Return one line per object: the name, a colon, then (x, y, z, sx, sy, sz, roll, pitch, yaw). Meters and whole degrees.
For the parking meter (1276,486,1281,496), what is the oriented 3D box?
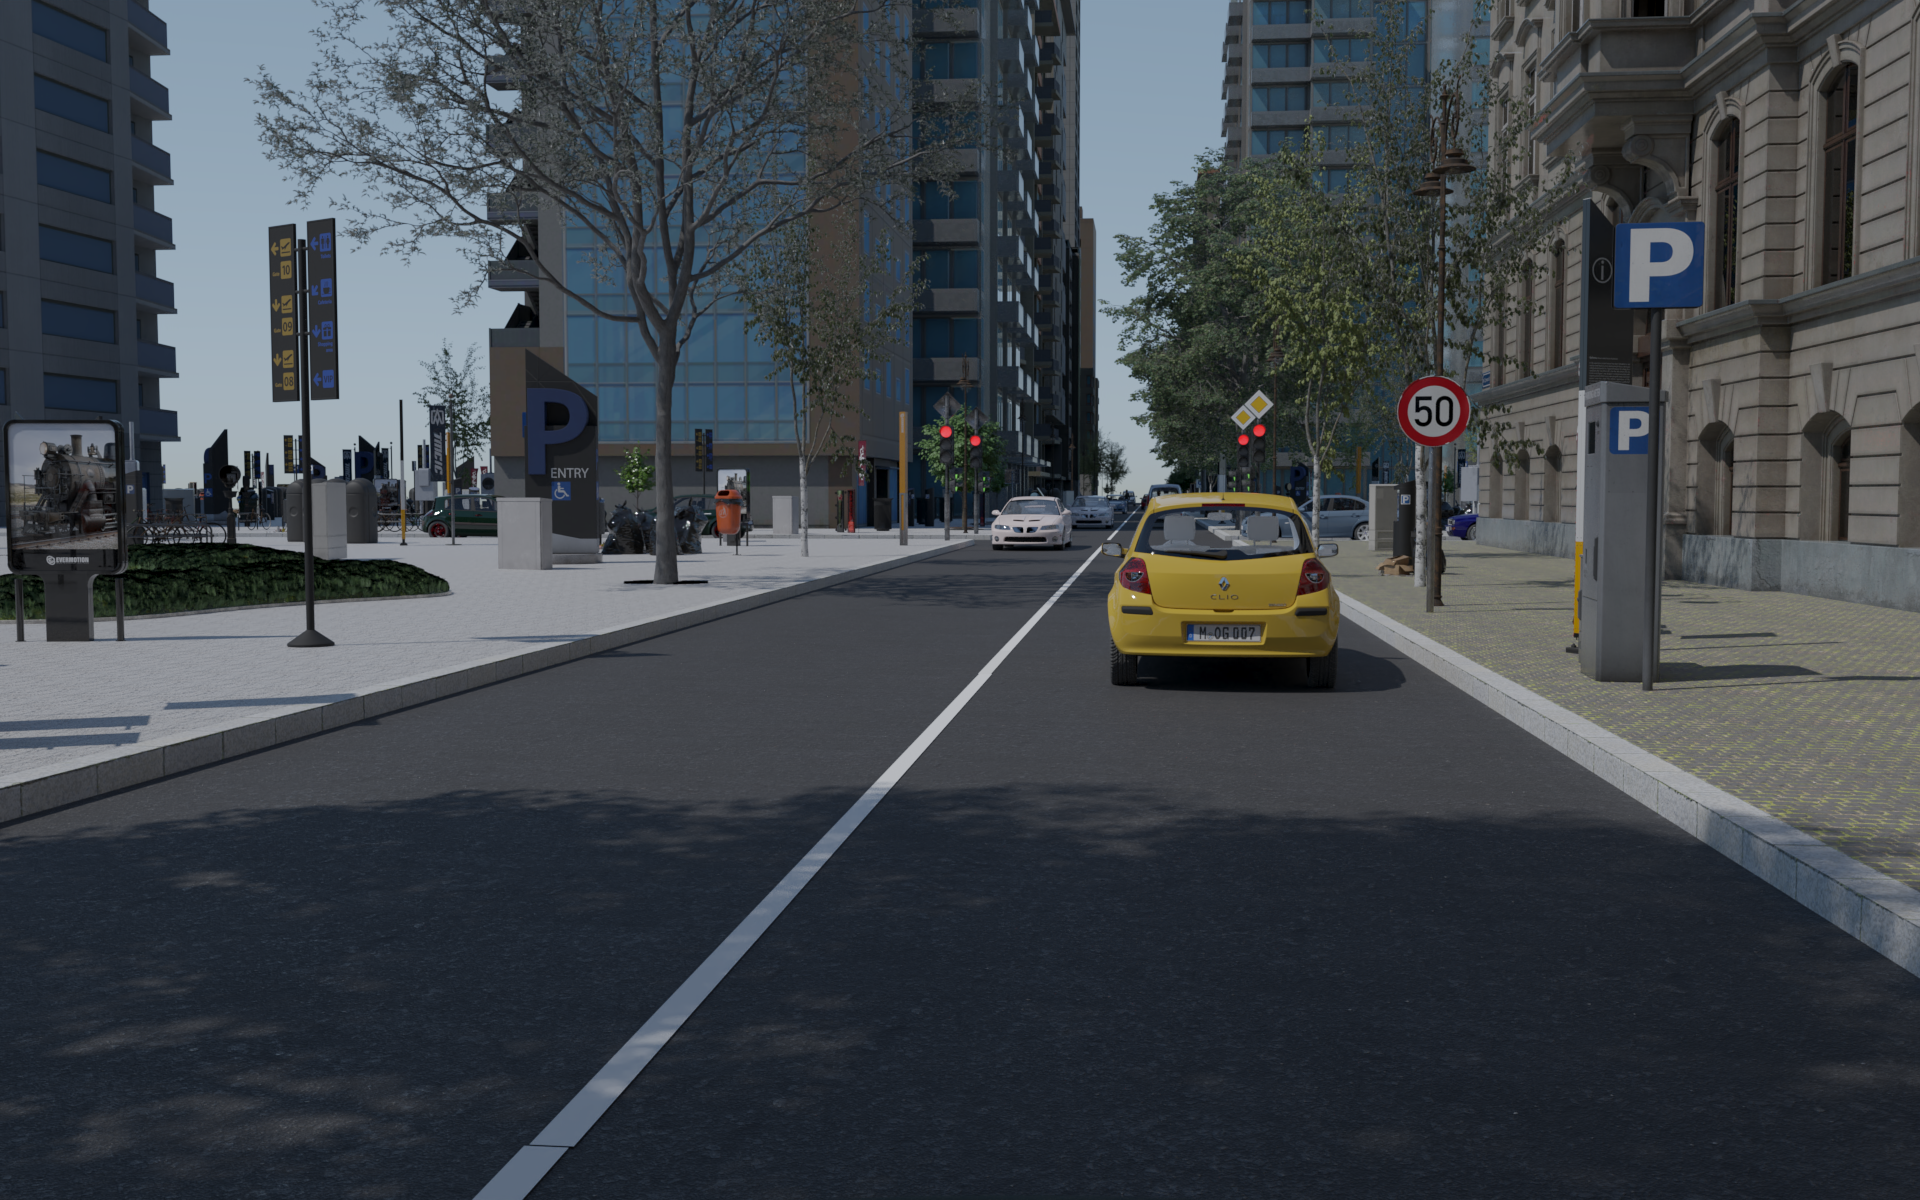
parking meter: (21.403, -6.781, 116.579, 0.399, 1.863, 0.255, -1, 4, -13)

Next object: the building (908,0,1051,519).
building: (-6.999, -29.473, 101.484, 23.786, 49.044, 30.456, 0, 4, 6)

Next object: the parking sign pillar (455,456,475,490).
parking sign pillar: (-34.605, -8.117, 121.184, 1.447, 3.967, 1.447, -1, 4, -8)

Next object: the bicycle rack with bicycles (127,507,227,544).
bicycle rack with bicycles: (-18.090, -1.573, 39.096, 2.925, 0.926, 2.852, -2, 4, -25)

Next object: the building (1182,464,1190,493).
building: (42.726, -31.091, 280.030, 14.160, 30.474, 14.107, 0, 4, 6)

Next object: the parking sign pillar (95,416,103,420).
parking sign pillar: (-30.183, -4.389, 60.231, 1.447, 3.967, 1.447, 1, 4, 22)

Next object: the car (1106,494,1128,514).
car: (11.196, -6.943, 125.526, 2.014, 1.417, 4.499, 0, 4, 8)

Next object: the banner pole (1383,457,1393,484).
banner pole: (28.509, -7.665, 115.336, 0.863, 3.779, 0.401, -1, 4, -10)

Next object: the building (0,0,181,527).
building: (-50.763, -32.507, 73.490, 28.212, 58.520, 21.231, 0, 4, 6)

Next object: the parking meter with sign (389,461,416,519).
parking meter with sign: (-29.443, -5.785, 90.849, 1.738, 3.016, 0.543, 0, 4, -2)

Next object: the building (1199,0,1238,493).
building: (37.465, -53.314, 184.359, 22.319, 86.520, 31.000, 0, 4, 6)

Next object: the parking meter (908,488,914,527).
parking meter: (-1.994, -3.681, 68.598, 0.372, 1.533, 0.369, 0, 3, 0)

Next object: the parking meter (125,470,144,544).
parking meter: (-20.371, -2.261, 42.673, 0.399, 1.863, 0.255, 0, 4, 8)

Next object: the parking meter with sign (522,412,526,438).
parking meter with sign: (-8.847, -2.437, 36.098, 0.543, 3.016, 1.738, -1, 4, -13)

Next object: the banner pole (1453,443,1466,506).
banner pole: (24.376, -5.790, 84.686, 0.401, 3.779, 0.863, -3, 4, -38)

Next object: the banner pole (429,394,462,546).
banner pole: (-12.833, -3.245, 43.079, 0.401, 3.779, 0.863, 3, 5, 40)

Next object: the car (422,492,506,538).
car: (-14.145, -2.607, 52.415, 4.222, 1.686, 2.009, 0, 4, 5)

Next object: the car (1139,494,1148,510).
car: (17.635, -9.225, 159.873, 2.155, 1.783, 4.494, 0, 4, 7)

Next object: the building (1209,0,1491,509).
building: (34.759, -32.742, 154.944, 23.786, 49.044, 30.456, 0, 4, 6)

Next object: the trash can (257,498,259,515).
trash can: (-42.080, -5.638, 103.829, 0.748, 1.137, 0.748, 0, 3, 0)

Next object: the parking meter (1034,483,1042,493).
parking meter: (4.162, -5.336, 92.951, 0.399, 1.863, 0.255, 2, 4, 28)

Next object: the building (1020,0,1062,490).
building: (-2.917, -30.083, 146.479, 22.147, 44.769, 28.867, 0, 4, 6)

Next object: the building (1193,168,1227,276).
building: (41.885, -35.056, 227.789, 22.147, 44.769, 28.867, 0, 4, 6)

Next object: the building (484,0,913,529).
building: (-9.743, -25.669, 69.796, 14.600, 45.320, 14.200, 0, 4, 6)

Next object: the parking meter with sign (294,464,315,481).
parking meter with sign: (-38.314, -6.407, 101.015, 1.738, 3.016, 0.543, 3, 4, 36)

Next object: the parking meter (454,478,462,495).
parking meter: (-17.992, -3.432, 61.830, 0.399, 1.863, 0.255, -3, 5, -42)

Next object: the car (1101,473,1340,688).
car: (2.148, -0.251, 14.320, 2.015, 1.641, 3.980, 0, 4, 8)

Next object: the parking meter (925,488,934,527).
parking meter: (-1.206, -3.672, 68.450, 0.372, 1.533, 0.369, 0, 3, 0)

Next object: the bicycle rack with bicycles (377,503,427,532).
bicycle rack with bicycles: (-19.324, -2.796, 59.091, 2.925, 0.926, 2.852, 0, 4, 5)

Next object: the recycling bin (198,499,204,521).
recycling bin: (-35.125, -4.189, 81.047, 0.722, 1.027, 0.722, 1, 4, 16)

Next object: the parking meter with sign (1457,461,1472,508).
parking meter with sign: (26.975, -5.885, 92.486, 0.543, 3.016, 1.738, 2, 4, 27)

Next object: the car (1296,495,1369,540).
car: (10.514, -2.369, 50.741, 4.499, 1.417, 2.014, 0, 4, 7)

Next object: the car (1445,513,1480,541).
car: (15.964, -2.267, 49.640, 3.894, 1.354, 1.945, 1, 4, 8)

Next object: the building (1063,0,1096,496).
building: (7.433, -48.199, 226.299, 20.563, 71.187, 20.611, 0, 4, 6)

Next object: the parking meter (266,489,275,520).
parking meter: (-33.836, -4.683, 84.975, 0.372, 1.533, 0.369, 0, 3, 0)

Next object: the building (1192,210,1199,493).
building: (40.413, -34.626, 249.735, 14.154, 41.232, 14.086, 0, 4, 6)

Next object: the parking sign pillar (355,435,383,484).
parking sign pillar: (-26.968, -5.540, 79.059, 1.447, 3.967, 1.447, 2, 4, 23)

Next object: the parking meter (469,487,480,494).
parking meter: (-17.062, -3.209, 60.877, 0.372, 1.533, 0.369, 0, 3, 0)

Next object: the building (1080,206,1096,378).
building: (14.278, -38.108, 273.181, 14.600, 45.320, 14.200, 0, 4, 6)

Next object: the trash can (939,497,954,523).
trash can: (-0.634, -4.072, 78.228, 0.748, 1.137, 0.748, 0, 3, 0)

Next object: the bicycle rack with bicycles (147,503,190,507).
bicycle rack with bicycles: (-27.280, -2.794, 59.059, 2.852, 0.926, 2.925, 2, 4, 26)

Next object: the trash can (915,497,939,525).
trash can: (-1.526, -3.749, 72.951, 0.748, 1.137, 0.748, 0, 3, 0)

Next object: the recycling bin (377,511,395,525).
recycling bin: (-24.214, -3.691, 72.903, 0.722, 1.027, 0.722, -2, 4, -30)

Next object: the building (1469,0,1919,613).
building: (16.415, -12.656, 26.005, 14.460, 24.649, 34.723, 0, 4, 6)

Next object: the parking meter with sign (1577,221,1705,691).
parking meter with sign: (4.635, -0.965, 12.033, 0.543, 3.016, 1.738, 1, 4, 10)

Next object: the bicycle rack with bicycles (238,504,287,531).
bicycle rack with bicycles: (-24.360, -2.967, 61.894, 2.852, 0.926, 2.925, 0, 4, -1)

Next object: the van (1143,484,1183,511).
van: (8.782, -4.091, 73.907, 2.013, 2.044, 4.112, 1, 4, 8)

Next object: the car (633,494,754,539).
car: (-8.483, -2.677, 53.550, 4.222, 1.686, 2.009, 0, 4, 8)

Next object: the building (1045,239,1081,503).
building: (6.259, -25.909, 195.309, 14.160, 30.474, 14.107, 0, 4, 6)

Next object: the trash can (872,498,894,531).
trash can: (-2.667, -2.956, 59.989, 0.748, 1.137, 0.748, 0, 3, 0)

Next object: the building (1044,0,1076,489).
building: (-3.274, -35.800, 174.573, 28.713, 52.752, 27.495, 0, 4, 6)

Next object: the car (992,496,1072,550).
car: (1.940, -2.039, 45.698, 2.083, 1.381, 4.827, 0, 4, 8)

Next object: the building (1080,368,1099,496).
building: (6.052, -24.962, 253.172, 27.650, 21.520, 28.899, 0, 4, 6)

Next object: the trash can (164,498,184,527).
trash can: (-29.793, -3.304, 65.678, 0.748, 1.137, 0.748, 0, 3, 0)

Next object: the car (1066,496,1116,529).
car: (5.521, -3.705, 72.931, 2.083, 1.381, 4.827, 0, 4, 7)

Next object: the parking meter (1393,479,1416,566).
parking meter: (7.685, -1.317, 29.952, 0.372, 1.533, 0.369, 0, 3, 0)

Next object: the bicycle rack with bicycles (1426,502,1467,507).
bicycle rack with bicycles: (21.575, -3.837, 76.117, 2.852, 0.926, 2.925, 2, 4, 28)

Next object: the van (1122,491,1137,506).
van: (19.903, -12.079, 204.510, 2.013, 2.044, 4.112, 0, 4, 4)

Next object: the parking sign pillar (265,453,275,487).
parking sign pillar: (-45.273, -7.652, 113.575, 1.447, 3.967, 1.447, -2, 4, -26)
